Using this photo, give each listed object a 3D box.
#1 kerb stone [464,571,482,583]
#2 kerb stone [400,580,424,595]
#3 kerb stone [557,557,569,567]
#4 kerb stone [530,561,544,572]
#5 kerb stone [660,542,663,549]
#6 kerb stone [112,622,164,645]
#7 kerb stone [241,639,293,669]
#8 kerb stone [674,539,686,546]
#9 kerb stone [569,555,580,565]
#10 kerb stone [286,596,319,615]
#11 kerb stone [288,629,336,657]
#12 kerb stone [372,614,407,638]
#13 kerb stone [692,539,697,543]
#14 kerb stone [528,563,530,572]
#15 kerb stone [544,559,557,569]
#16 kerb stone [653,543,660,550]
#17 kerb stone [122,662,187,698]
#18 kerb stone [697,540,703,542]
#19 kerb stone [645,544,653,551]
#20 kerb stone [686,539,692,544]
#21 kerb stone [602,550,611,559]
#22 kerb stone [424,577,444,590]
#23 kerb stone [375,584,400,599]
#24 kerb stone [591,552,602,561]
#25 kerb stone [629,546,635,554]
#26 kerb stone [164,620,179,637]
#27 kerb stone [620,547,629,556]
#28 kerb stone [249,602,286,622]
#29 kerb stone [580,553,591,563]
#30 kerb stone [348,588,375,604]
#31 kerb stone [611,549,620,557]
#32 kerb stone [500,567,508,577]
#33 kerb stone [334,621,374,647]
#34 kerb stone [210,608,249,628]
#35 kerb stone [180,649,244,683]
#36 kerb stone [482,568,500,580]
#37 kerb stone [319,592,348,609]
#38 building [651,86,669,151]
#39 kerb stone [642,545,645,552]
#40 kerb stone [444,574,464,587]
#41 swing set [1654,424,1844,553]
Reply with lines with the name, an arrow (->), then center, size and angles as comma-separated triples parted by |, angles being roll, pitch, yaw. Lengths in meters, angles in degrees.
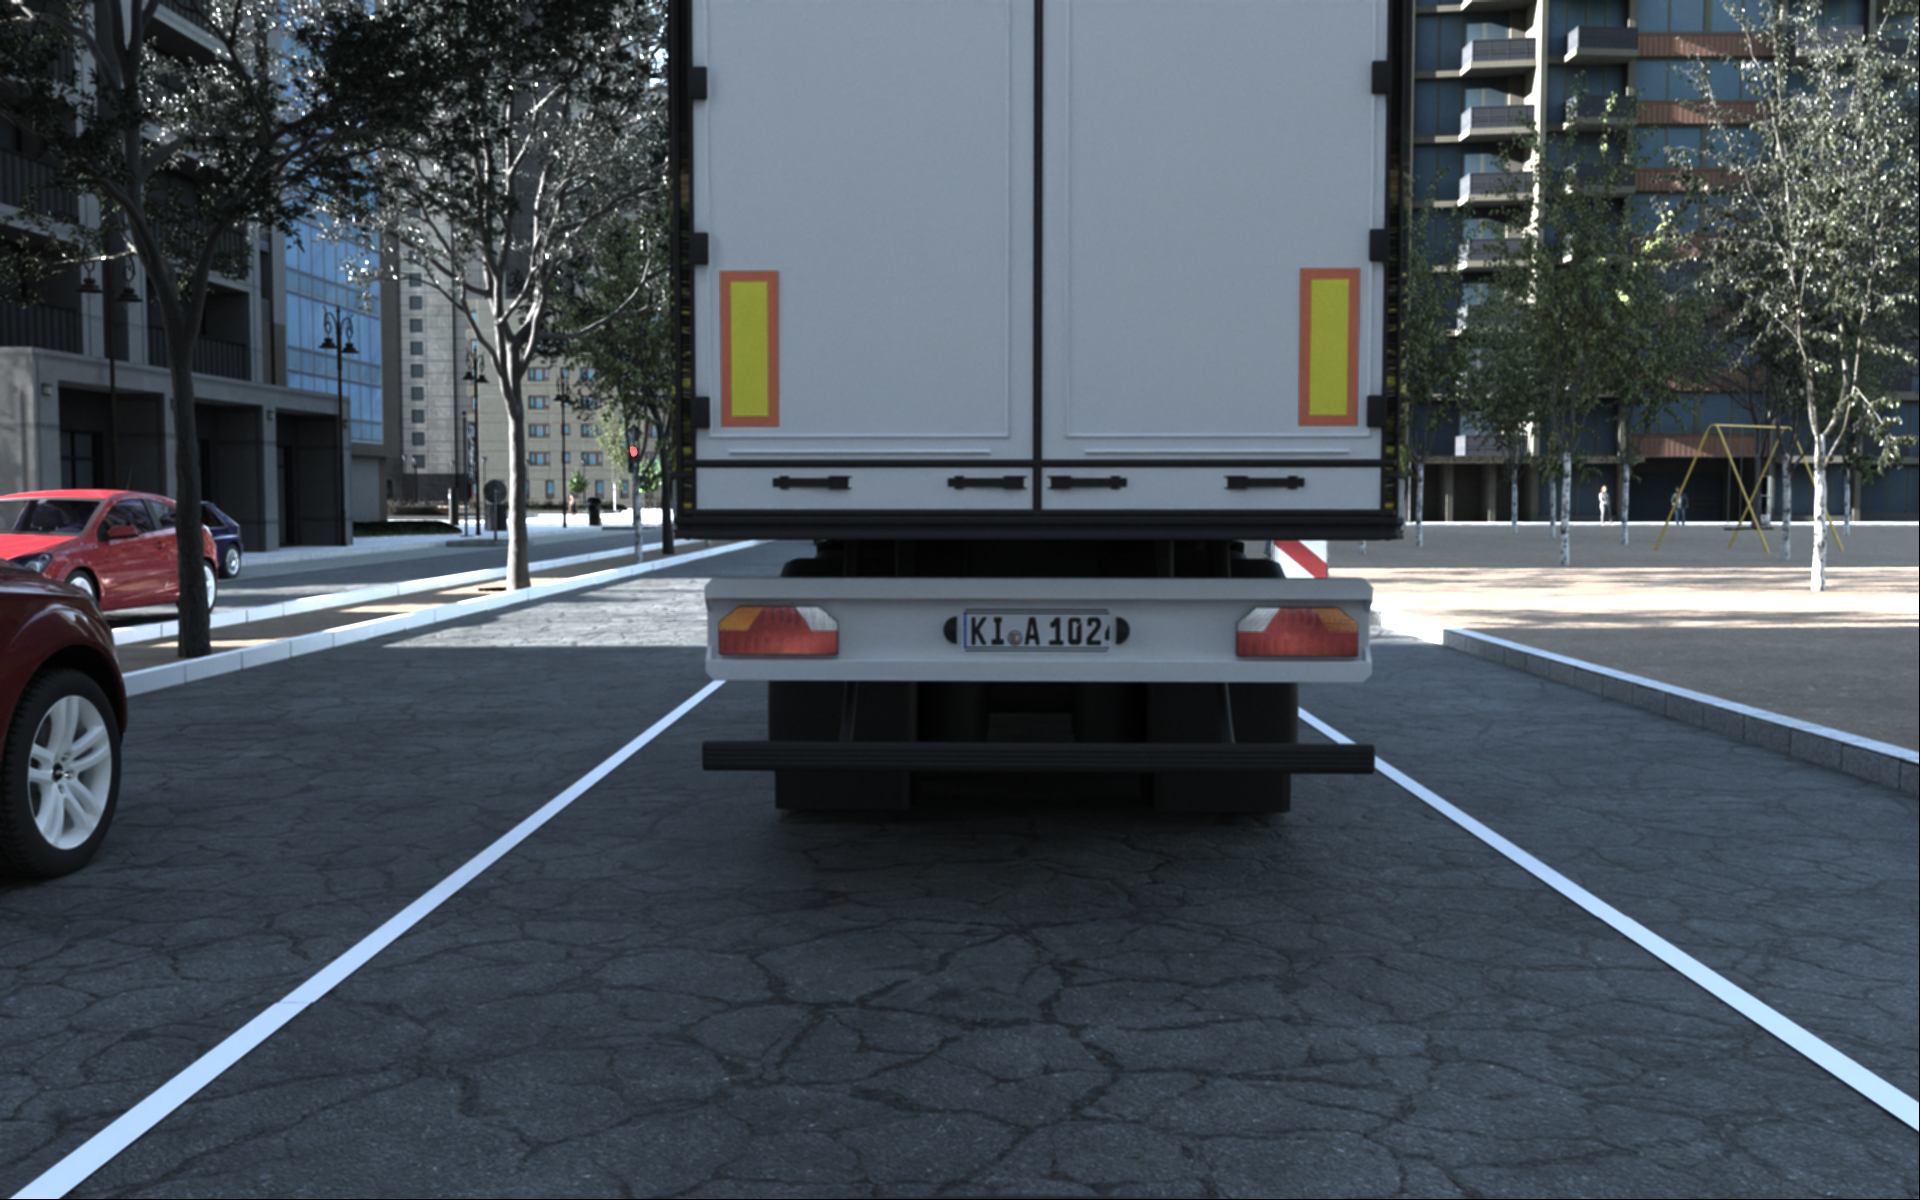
kerb stone -> -7.954, -0.352, 27.963 | 0.120, 0.150, 1.000 | 0, 4, 0
kerb stone -> -7.960, -0.165, 24.893 | 0.120, 0.150, 1.000 | 0, 4, 0
kerb stone -> -7.929, -0.723, 34.119 | 0.120, 0.150, 1.000 | 0, 4, 0
kerb stone -> -7.942, -0.604, 32.069 | 0.120, 0.150, 1.000 | 0, 4, 0
kerb stone -> -7.887, -1.413, 45.380 | 0.120, 0.150, 1.000 | 0, 4, 0
kerb stone -> -7.999, 0.340, 16.703 | 0.120, 0.150, 1.000 | 0, 4, 0
kerb stone -> -5.907, 0.464, 14.616 | 0.120, 0.150, 1.000 | 0, 4, 0
kerb stone -> -7.874, -1.606, 48.454 | 0.120, 0.150, 1.000 | 0, 4, 0
kerb stone -> -7.928, -0.791, 35.141 | 0.120, 0.150, 1.000 | 0, 4, 0
kerb stone -> -7.983, 0.085, 20.799 | 0.120, 0.150, 1.000 | 0, 4, 0
kerb stone -> -5.906, 0.401, 15.644 | 0.120, 0.150, 1.000 | 0, 4, 0
kerb stone -> -5.901, 0.275, 17.692 | 0.120, 0.150, 1.000 | 0, 4, 0
kerb stone -> -7.866, -1.731, 50.500 | 0.120, 0.150, 1.000 | 0, 4, 0
kerb stone -> -7.946, -0.540, 31.042 | 0.120, 0.150, 1.000 | 0, 4, 0
kerb stone -> -7.936, -0.666, 33.091 | 0.120, 0.150, 1.000 | 0, 4, 0
kerb stone -> -7.897, -1.355, 44.355 | 0.120, 0.150, 1.000 | 0, 4, 0
kerb stone -> -5.914, 0.589, 12.572 | 0.120, 0.150, 1.000 | 0, 4, 0
kerb stone -> -7.858, -1.794, 51.522 | 0.120, 0.150, 1.000 | 0, 4, 0
kerb stone -> -7.901, -1.293, 43.332 | 0.120, 0.150, 1.000 | 0, 4, 0
kerb stone -> -7.870, -1.669, 49.478 | 0.120, 0.150, 1.000 | 0, 4, 0
kerb stone -> -7.918, -0.980, 38.222 | 0.120, 0.150, 1.000 | 0, 4, 0
kerb stone -> -7.967, -0.228, 25.917 | 0.120, 0.150, 1.000 | 0, 4, 0
kerb stone -> -7.974, -0.100, 23.868 | 0.120, 0.150, 1.000 | 0, 4, 0
kerb stone -> -7.915, -0.918, 37.197 | 0.120, 0.150, 1.000 | 0, 4, 0
kerb stone -> -7.909, -1.168, 41.288 | 0.120, 0.150, 1.000 | 0, 4, 0
kerb stone -> -7.994, 0.284, 17.731 | 0.120, 0.150, 1.000 | 0, 4, 0
kerb stone -> -7.908, -1.105, 40.266 | 0.120, 0.150, 1.000 | 0, 4, 0
kerb stone -> -7.988, 0.157, 19.777 | 0.120, 0.150, 1.000 | 0, 4, 0
kerb stone -> -7.924, -0.852, 36.171 | 0.120, 0.150, 1.000 | 0, 4, 0
kerb stone -> -7.975, -0.039, 22.842 | 0.120, 0.150, 1.000 | 0, 4, 0
kerb stone -> -7.913, -1.039, 39.244 | 0.120, 0.150, 1.000 | 0, 4, 0
kerb stone -> -7.941, -0.477, 30.020 | 0.120, 0.150, 1.000 | 0, 4, 0
kerb stone -> -5.900, 0.338, 16.666 | 0.120, 0.150, 1.000 | 0, 4, 0
kerb stone -> -7.997, 0.215, 18.755 | 0.120, 0.150, 1.000 | 0, 4, 0
kerb stone -> -5.912, 0.526, 13.594 | 0.120, 0.150, 1.000 | 0, 4, 0
kerb stone -> -7.945, -0.416, 28.990 | 0.120, 0.150, 1.000 | 0, 4, 0
kerb stone -> -7.977, 0.023, 21.820 | 0.120, 0.150, 1.000 | 0, 4, 0
building -> -40.127, -43.133, 247.220 | 28.212, 58.520, 21.231 | 0, 4, 0
kerb stone -> -7.904, -1.230, 42.310 | 0.120, 0.150, 1.000 | 0, 4, 0
kerb stone -> -7.955, -0.290, 26.939 | 0.120, 0.150, 1.000 | 0, 4, 0
swing set -> 17.849, -2.550, 39.311 | 3.119, 2.851, 2.862 | -2, 4, -33
